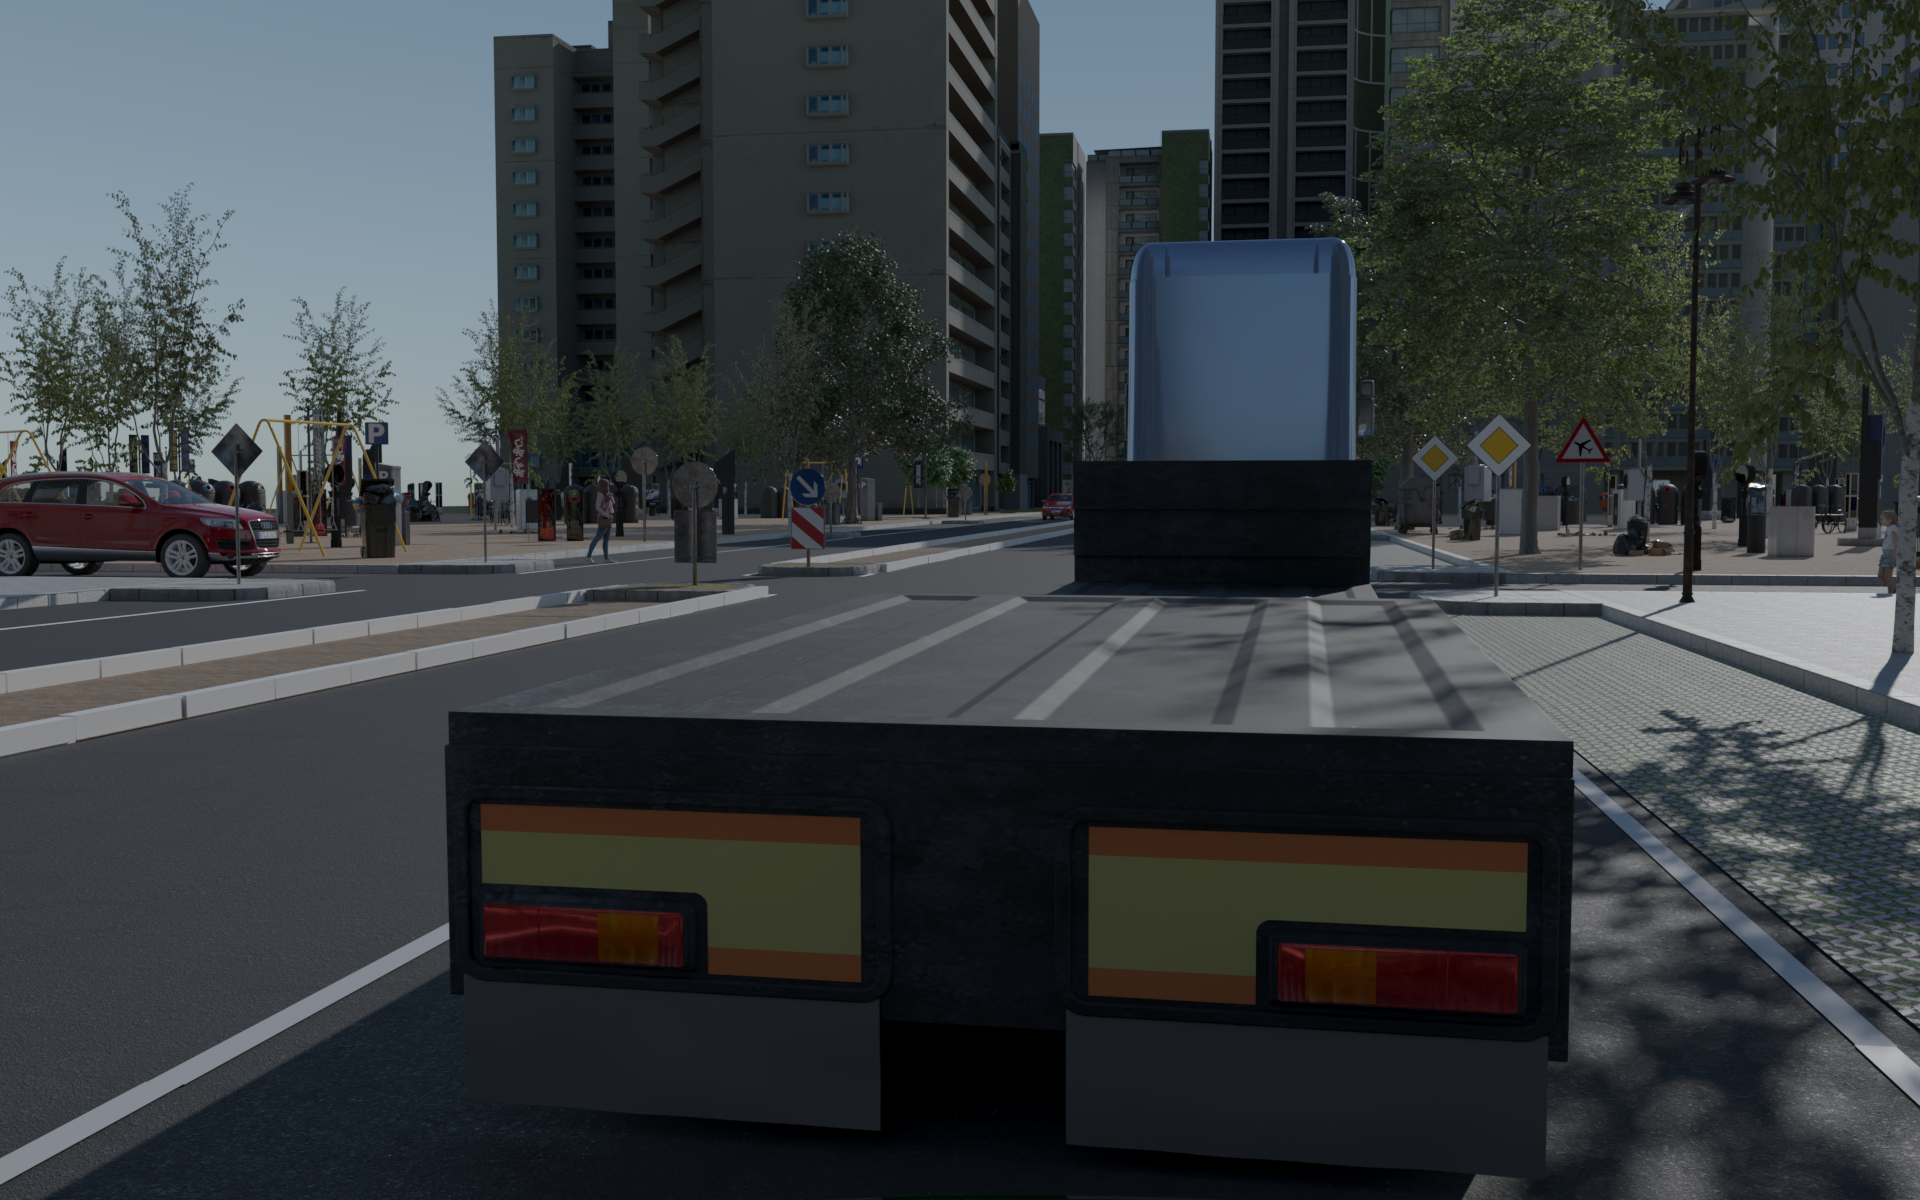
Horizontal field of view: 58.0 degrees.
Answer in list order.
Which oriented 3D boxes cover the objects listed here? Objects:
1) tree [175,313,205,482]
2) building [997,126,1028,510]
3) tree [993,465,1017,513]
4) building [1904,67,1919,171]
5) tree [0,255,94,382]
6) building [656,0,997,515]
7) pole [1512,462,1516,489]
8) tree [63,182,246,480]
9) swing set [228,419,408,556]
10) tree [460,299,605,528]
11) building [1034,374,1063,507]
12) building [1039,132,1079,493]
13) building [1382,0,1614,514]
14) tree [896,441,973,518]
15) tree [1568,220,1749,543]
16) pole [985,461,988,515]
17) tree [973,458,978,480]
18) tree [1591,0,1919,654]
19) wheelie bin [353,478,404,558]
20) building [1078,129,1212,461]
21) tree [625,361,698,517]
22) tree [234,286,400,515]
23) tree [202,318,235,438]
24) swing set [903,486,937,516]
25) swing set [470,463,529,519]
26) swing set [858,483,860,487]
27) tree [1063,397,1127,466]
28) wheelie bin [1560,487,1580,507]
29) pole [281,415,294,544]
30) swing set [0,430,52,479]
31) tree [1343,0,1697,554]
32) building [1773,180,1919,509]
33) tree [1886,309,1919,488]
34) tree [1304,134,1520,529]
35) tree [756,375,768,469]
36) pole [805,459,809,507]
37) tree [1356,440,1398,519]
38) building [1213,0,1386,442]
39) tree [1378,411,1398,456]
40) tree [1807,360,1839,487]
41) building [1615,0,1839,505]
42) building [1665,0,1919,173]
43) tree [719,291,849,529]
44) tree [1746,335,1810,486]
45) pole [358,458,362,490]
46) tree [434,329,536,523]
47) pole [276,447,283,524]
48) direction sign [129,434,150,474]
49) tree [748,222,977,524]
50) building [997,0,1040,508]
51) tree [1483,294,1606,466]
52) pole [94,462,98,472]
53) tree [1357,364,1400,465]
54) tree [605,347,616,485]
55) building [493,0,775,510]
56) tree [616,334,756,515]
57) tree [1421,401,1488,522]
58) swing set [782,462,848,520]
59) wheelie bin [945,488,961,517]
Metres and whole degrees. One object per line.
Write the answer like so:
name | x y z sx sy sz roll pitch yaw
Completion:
tree | -30.605 -6.821 61.892 4.737 8.622 4.395 0 3 0
building | -2.477 -22.343 137.002 14.160 30.474 14.107 1 4 10
tree | 3.229 -7.447 116.360 1.663 3.219 1.824 0 3 0
building | 95.574 -29.002 157.780 14.086 41.232 14.154 1 4 10
tree | -28.260 -6.358 54.312 4.737 8.622 4.395 0 3 0
building | -9.555 -30.298 119.078 21.300 48.544 21.600 1 4 10
pole | 26.936 -5.529 84.244 0.158 3.312 0.155 0 3 0
tree | -19.031 -5.553 41.159 4.360 8.622 3.978 0 3 0
swing set | -14.035 -2.419 37.176 2.862 2.851 3.119 1 4 17
tree | -16.896 -7.073 66.009 4.737 8.622 4.395 0 3 0
building | -6.522 -52.344 168.503 31.000 86.520 22.319 1 4 10
building | 6.916 -31.584 199.993 14.086 41.232 14.154 1 4 10
building | 36.060 -26.609 118.657 14.154 41.232 14.086 1 4 10
tree | -1.838 -6.622 91.991 4.285 4.588 4.351 0 3 0
tree | 18.033 -5.809 45.338 4.360 8.622 3.978 0 3 0
pole | 1.598 -6.817 105.305 0.158 3.312 0.155 0 3 0
tree | -0.631 -7.089 99.622 4.285 4.588 4.351 0 3 0
tree | 7.506 -3.889 13.952 4.737 8.622 4.395 0 3 0
wheelie bin | -11.692 -1.651 34.910 0.980 1.594 0.693 -2 4 -29
building | 21.611 -31.473 198.175 14.086 41.232 14.154 1 4 10
tree | -16.165 -8.872 95.424 4.360 8.622 3.978 0 3 0
tree | -22.425 -6.835 62.122 4.737 8.622 4.395 0 3 0
tree | -31.203 -7.276 69.323 4.737 8.622 4.395 0 3 0
swing set | -1.862 -6.546 104.651 3.119 2.851 2.862 1 4 10
swing set | -23.379 -5.500 87.548 3.119 2.851 2.862 -1 4 -15
swing set | -7.178 -6.707 107.285 2.862 2.851 3.119 1 4 15
tree | 14.169 -15.768 183.560 9.928 11.665 9.643 0 3 0
wheelie bin | 27.340 -4.258 77.527 0.980 1.594 0.693 0 4 3
pole | -17.267 -3.101 44.543 0.158 3.312 0.155 0 3 0
swing set | -23.685 -2.776 43.007 3.119 2.851 2.862 3 5 41
tree | 11.797 -7.258 36.788 7.486 12.596 7.792 0 3 0
building | 81.488 -23.720 159.525 14.107 30.474 14.160 1 4 10
tree | 36.380 -7.015 65.061 4.360 8.622 3.978 0 3 0
tree | 16.255 -9.555 62.884 9.857 13.997 8.962 0 3 0
tree | -13.296 -9.596 107.257 4.737 8.622 4.395 0 3 0
pole | -7.748 -5.745 87.769 0.158 3.312 0.155 0 3 0
tree | 21.002 -6.486 89.754 4.285 4.588 4.351 0 3 0
building | 39.497 -46.405 196.971 20.611 71.187 20.563 1 4 10
tree | 23.526 -10.539 106.732 8.767 10.594 7.601 -1 4 -18
tree | 42.246 -8.187 84.220 4.360 8.622 3.978 0 3 0
building | 47.685 -27.162 135.972 32.217 40.220 23.993 1 4 10
building | 92.459 -39.521 188.165 28.212 58.520 21.231 1 4 10
tree | -6.312 -6.877 62.805 4.360 8.622 3.978 0 3 0
tree | 27.728 -6.896 63.118 4.360 8.622 3.978 0 3 0
pole | -33.904 -6.367 97.935 0.158 3.312 0.155 0 3 0
tree | -20.868 -7.755 77.149 4.360 8.622 3.978 0 3 0
pole | -29.159 -4.919 74.264 0.158 3.312 0.155 0 3 0
direction sign | -31.264 -4.529 66.046 0.379 3.537 0.876 2 4 26
tree | -4.544 -9.577 73.585 9.611 12.733 9.660 0 3 0
building | -0.851 -30.621 150.756 14.600 45.320 14.200 1 4 10
tree | 29.614 -9.955 88.511 9.928 11.665 9.643 0 3 0
pole | -54.169 -7.020 108.623 0.158 3.312 0.155 0 3 0
tree | 23.349 -9.007 97.626 4.737 8.622 4.395 0 3 0
tree | -16.947 -8.196 84.371 4.737 8.622 4.395 0 3 0
building | -32.548 -33.743 175.397 21.600 48.544 21.300 1 4 10
tree | -12.483 -7.888 79.327 4.737 8.622 4.395 0 3 0
tree | 22.975 -7.946 80.283 4.360 8.622 3.978 0 3 0
swing set | -7.147 -5.325 84.682 3.119 2.851 2.862 -1 4 -17
wheelie bin | -0.342 -5.331 95.075 0.980 1.594 0.693 0 4 -2
